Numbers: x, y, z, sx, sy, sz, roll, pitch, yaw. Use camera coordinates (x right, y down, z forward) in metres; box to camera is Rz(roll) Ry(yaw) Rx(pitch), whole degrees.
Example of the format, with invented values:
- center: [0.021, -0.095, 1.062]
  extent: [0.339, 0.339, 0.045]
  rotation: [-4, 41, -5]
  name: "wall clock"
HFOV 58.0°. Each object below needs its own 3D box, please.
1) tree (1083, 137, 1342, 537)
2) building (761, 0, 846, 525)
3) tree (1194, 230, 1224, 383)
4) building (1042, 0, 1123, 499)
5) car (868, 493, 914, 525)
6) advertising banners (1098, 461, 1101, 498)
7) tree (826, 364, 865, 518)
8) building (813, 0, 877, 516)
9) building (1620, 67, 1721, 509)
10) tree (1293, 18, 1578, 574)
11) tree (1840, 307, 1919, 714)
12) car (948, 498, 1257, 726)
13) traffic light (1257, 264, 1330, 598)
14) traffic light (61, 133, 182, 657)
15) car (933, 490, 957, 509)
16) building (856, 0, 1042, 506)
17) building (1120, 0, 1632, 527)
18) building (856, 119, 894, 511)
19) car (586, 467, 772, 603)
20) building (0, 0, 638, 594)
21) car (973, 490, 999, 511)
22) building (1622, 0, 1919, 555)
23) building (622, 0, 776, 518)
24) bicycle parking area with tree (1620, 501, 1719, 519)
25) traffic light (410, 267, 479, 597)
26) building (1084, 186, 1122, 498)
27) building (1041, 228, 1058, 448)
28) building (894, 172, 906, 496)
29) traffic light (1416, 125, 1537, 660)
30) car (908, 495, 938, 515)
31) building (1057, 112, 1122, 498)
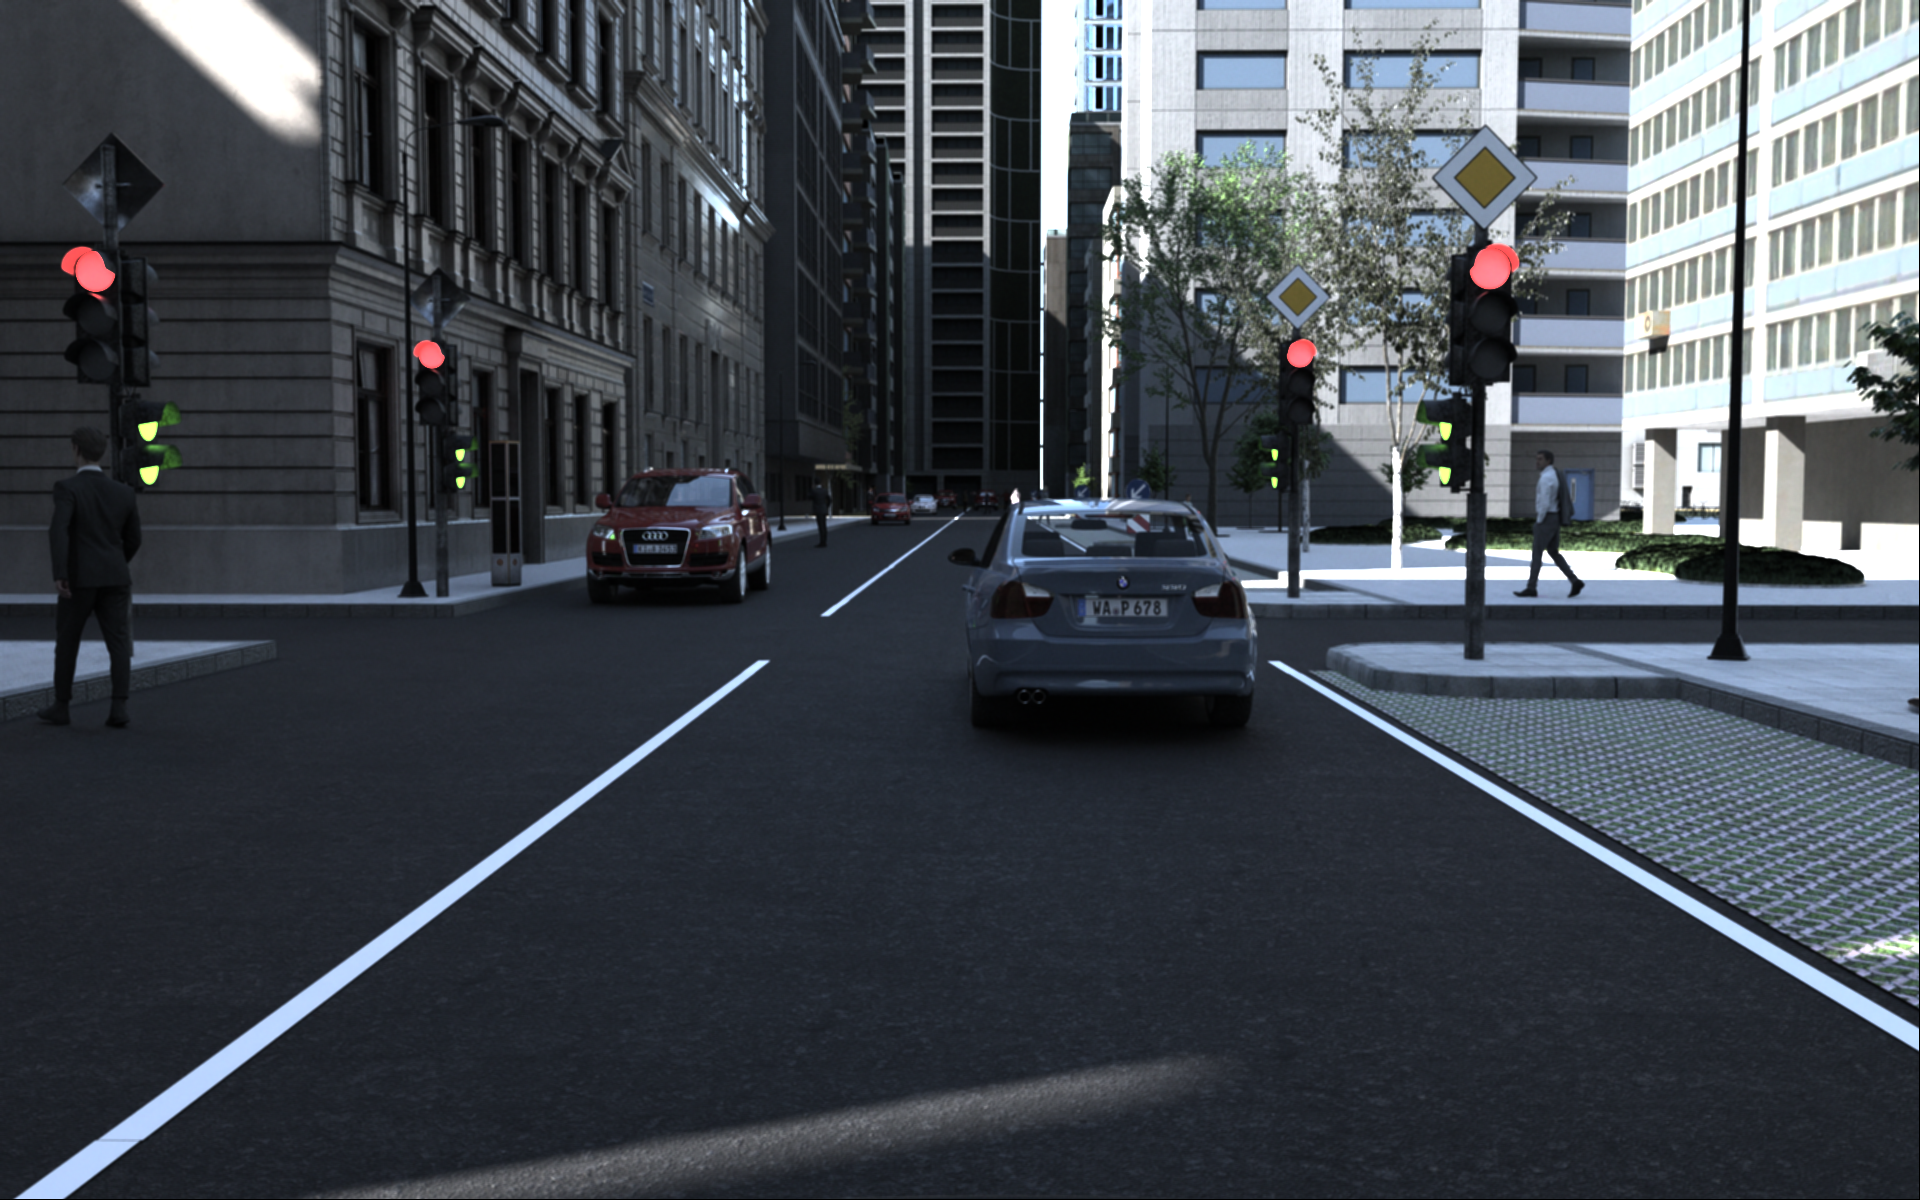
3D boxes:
- center: [7.516, -7.707, 51.771]
  extent: [9.928, 11.665, 9.643]
  rotation: [0, 3, 0]
  name: "tree"
- center: [-13.160, -17.353, 77.230]
  extent: [14.314, 27.812, 24.014]
  rotation: [0, 4, 1]
  name: "building"
- center: [7.413, -5.357, 37.950]
  extent: [4.360, 8.622, 3.978]
  rotation: [0, 3, 0]
  name: "tree"
- center: [19.123, -51.527, 155.138]
  extent: [22.319, 86.520, 31.000]
  rotation: [0, 4, 1]
  name: "building"
- center: [-3.232, -4.425, 81.391]
  extent: [2.155, 1.783, 4.494]
  rotation: [0, 4, -1]
  name: "car"
- center: [6.595, -5.249, 82.015]
  extent: [0.090, 3.025, 2.074]
  rotation: [0, 4, 7]
  name: "advertising banners"
- center: [-6.944, -8.692, 92.477]
  extent: [4.737, 8.622, 4.395]
  rotation: [0, 3, 0]
  name: "tree"
- center: [-16.869, -27.902, 110.829]
  extent: [22.147, 44.769, 28.867]
  rotation: [0, 4, 1]
  name: "building"
- center: [68.054, -34.687, 156.377]
  extent: [27.495, 52.752, 28.713]
  rotation: [0, 4, 1]
  name: "building"
- center: [7.141, -4.707, 27.321]
  extent: [4.360, 8.622, 3.978]
  rotation: [0, 3, 0]
  name: "tree"
- center: [5.991, -0.945, 10.059]
  extent: [1.663, 3.219, 1.824]
  rotation: [0, 3, 0]
  name: "tree"
- center: [0.920, 0.001, 11.986]
  extent: [2.014, 1.417, 4.499]
  rotation: [0, 3, 0]
  name: "car"
- center: [4.116, -1.984, 21.352]
  extent: [0.839, 4.253, 0.868]
  rotation: [0, 4, 1]
  name: "traffic light"
- center: [-6.578, -1.505, 13.529]
  extent: [0.839, 4.253, 0.868]
  rotation: [0, 4, 1]
  name: "traffic light"
- center: [-1.369, -9.467, 163.460]
  extent: [2.281, 1.827, 5.304]
  rotation: [0, 4, 1]
  name: "car"
- center: [-1.333, -45.943, 189.421]
  extent: [20.611, 71.187, 20.563]
  rotation: [0, 4, 1]
  name: "building"
- center: [18.035, -32.873, 79.477]
  extent: [21.231, 58.520, 28.212]
  rotation: [0, 4, 1]
  name: "building"
- center: [-12.810, -22.137, 133.645]
  extent: [14.160, 30.474, 14.107]
  rotation: [0, 4, 1]
  name: "building"
- center: [-3.868, -0.967, 24.479]
  extent: [2.281, 1.827, 5.304]
  rotation: [0, 4, 0]
  name: "car"
- center: [-12.440, -10.157, 30.688]
  extent: [10.561, 19.102, 19.286]
  rotation: [0, 4, 1]
  name: "building"
- center: [2.303, -8.720, 151.248]
  extent: [2.281, 1.827, 5.304]
  rotation: [0, 4, 1]
  name: "car"
- center: [29.232, -21.015, 35.473]
  extent: [23.993, 40.220, 32.217]
  rotation: [0, 4, 1]
  name: "building"
- center: [-13.148, -15.620, 52.656]
  extent: [12.463, 27.353, 25.104]
  rotation: [0, 4, 1]
  name: "building"
- center: [35.850, -6.391, 91.495]
  extent: [9.016, 4.147, 8.231]
  rotation: [0, 4, -6]
  name: "bicycle parking area with tree"
- center: [-6.444, -1.993, 21.513]
  extent: [0.839, 4.253, 0.868]
  rotation: [0, 4, 1]
  name: "traffic light"
- center: [22.653, -16.307, 111.655]
  extent: [27.650, 21.520, 28.899]
  rotation: [0, 4, 1]
  name: "building"
- center: [15.967, -25.401, 187.004]
  extent: [14.107, 30.474, 14.160]
  rotation: [0, 4, 1]
  name: "building"
- center: [-12.054, -23.068, 148.859]
  extent: [14.160, 30.474, 14.107]
  rotation: [0, 4, 1]
  name: "building"
- center: [3.982, -1.495, 13.368]
  extent: [0.839, 4.253, 0.868]
  rotation: [0, 4, 1]
  name: "traffic light"
- center: [-2.541, -6.644, 120.995]
  extent: [2.083, 1.381, 4.827]
  rotation: [0, 4, 1]
  name: "car"
- center: [15.164, -22.174, 134.243]
  extent: [14.160, 30.474, 14.107]
  rotation: [0, 4, 1]
  name: "building"
